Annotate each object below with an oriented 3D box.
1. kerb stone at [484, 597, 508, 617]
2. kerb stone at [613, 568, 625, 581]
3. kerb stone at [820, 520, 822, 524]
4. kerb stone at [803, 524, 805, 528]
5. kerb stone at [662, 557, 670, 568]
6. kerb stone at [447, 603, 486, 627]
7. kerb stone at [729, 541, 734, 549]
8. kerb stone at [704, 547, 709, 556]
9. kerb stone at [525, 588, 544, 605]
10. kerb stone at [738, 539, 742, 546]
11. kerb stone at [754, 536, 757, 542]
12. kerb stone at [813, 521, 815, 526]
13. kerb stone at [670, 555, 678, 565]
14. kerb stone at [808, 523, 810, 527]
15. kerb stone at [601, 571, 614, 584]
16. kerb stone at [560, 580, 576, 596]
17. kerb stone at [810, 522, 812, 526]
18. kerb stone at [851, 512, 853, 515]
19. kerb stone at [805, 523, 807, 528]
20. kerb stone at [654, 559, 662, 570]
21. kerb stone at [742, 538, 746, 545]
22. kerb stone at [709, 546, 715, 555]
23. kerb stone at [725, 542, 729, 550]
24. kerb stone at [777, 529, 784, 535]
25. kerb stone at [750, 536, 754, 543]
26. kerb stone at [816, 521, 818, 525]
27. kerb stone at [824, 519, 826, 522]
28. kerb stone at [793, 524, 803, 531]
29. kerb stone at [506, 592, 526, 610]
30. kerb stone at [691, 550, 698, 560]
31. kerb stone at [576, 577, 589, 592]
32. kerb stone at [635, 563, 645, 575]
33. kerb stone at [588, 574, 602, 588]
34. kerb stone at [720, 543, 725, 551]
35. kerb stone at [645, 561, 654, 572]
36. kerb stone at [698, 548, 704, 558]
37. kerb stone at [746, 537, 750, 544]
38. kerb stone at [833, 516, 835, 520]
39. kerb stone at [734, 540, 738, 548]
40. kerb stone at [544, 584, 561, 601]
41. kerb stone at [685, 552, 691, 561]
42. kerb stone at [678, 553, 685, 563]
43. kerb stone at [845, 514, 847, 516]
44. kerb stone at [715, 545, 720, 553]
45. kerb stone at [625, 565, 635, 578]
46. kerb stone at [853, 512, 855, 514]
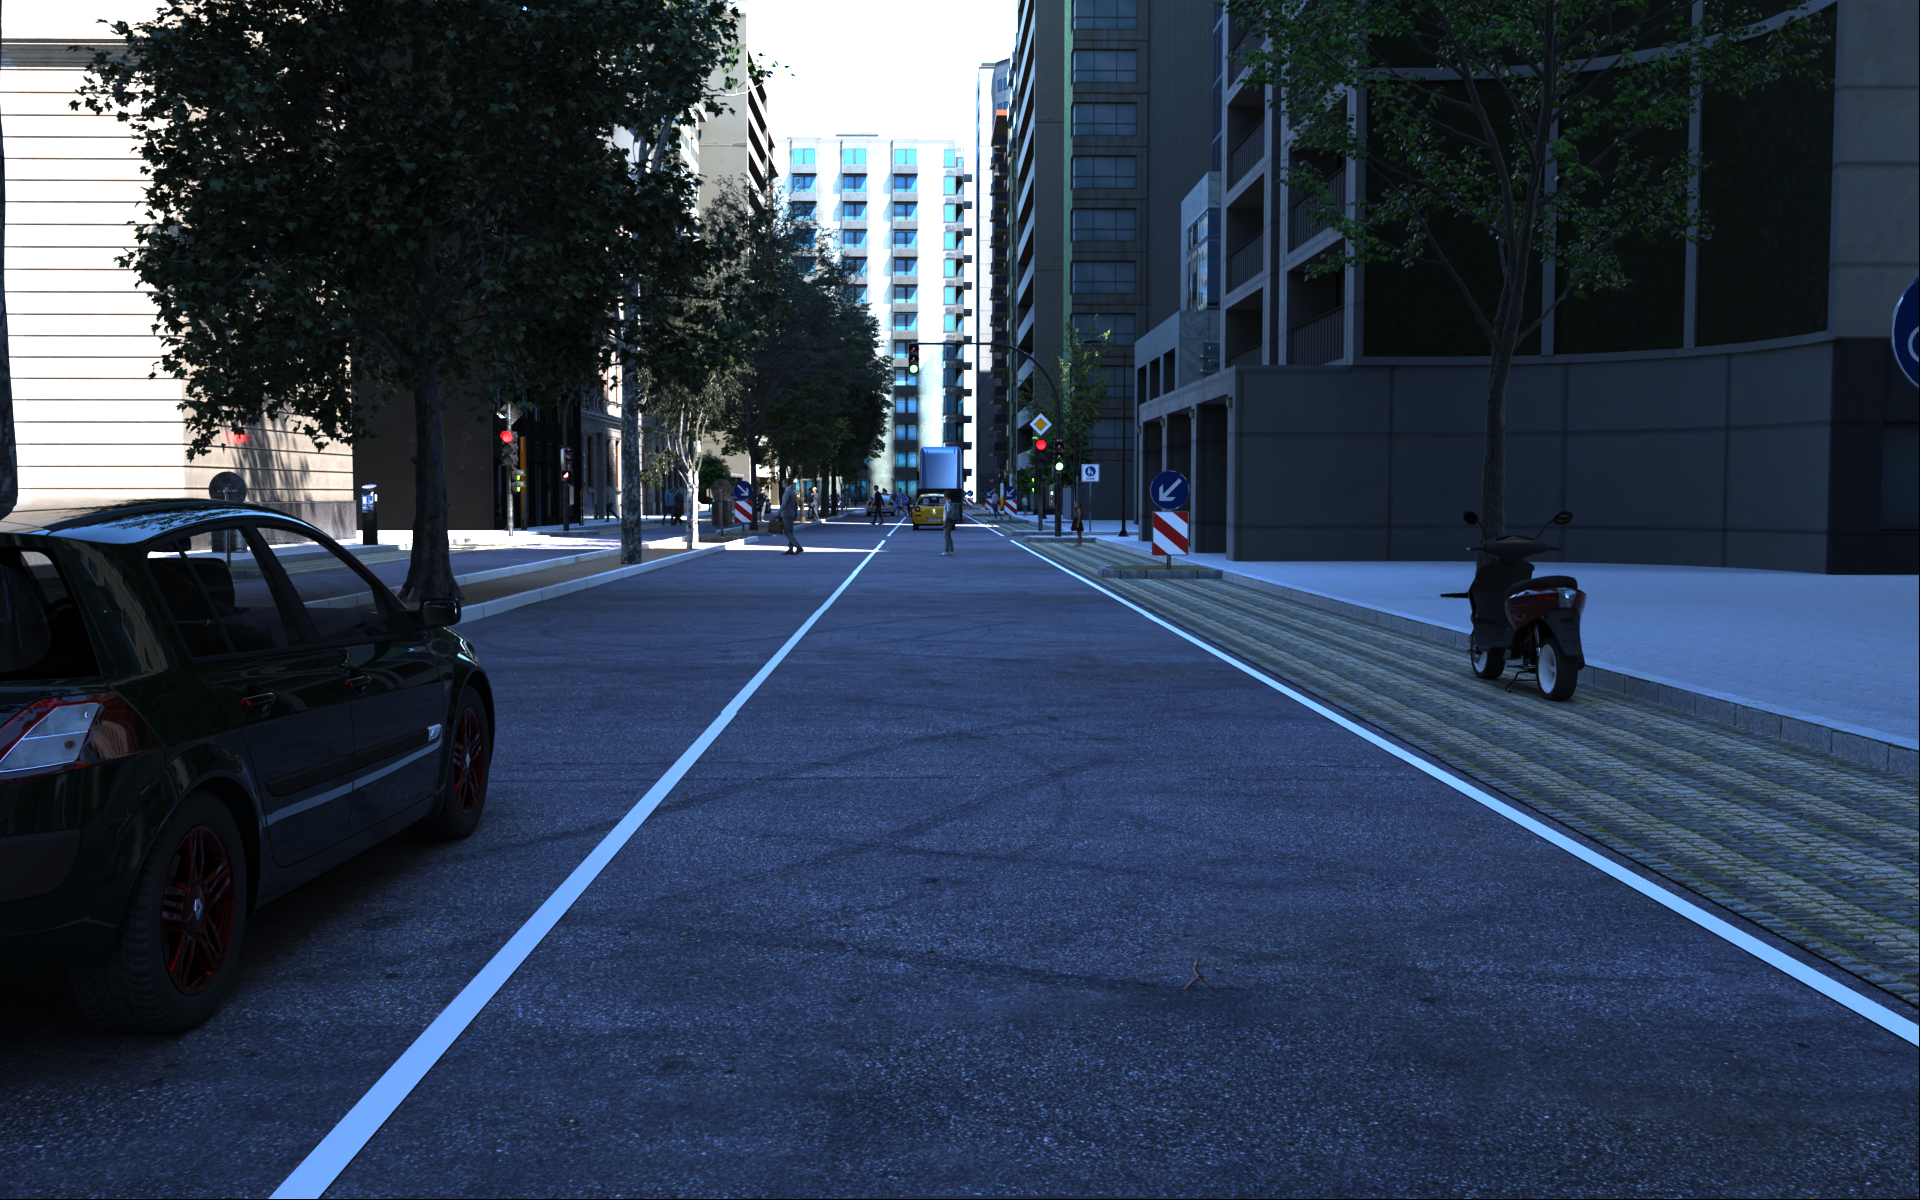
[{"bbox_3d":[-5.595,0.103,20.599,0.120,0.150,1.000,0,4,-1],"label":"kerb stone"},{"bbox_3d":[-5.767,-0.399,28.791,0.120,0.150,1.000,0,4,-1],"label":"kerb stone"},{"bbox_3d":[-6.803,-3.690,82.591,0.120,0.150,1.000,0,4,-1],"label":"kerb stone"},{"bbox_3d":[-6.586,-3.004,71.311,0.120,0.150,1.000,0,4,-1],"label":"kerb stone"},{"bbox_3d":[-5.856,-0.717,33.912,0.120,0.150,1.000,0,4,-1],"label":"kerb stone"},{"bbox_3d":[-5.576,0.160,19.577,0.120,0.150,1.000,0,4,-1],"label":"kerb stone"},{"bbox_3d":[-6.079,-1.406,45.179,0.120,0.150,1.000,0,4,-1],"label":"kerb stone"},{"bbox_3d":[-5.978,-1.092,40.051,0.120,0.150,1.000,0,4,-1],"label":"kerb stone"},{"bbox_3d":[-5.648,-0.027,22.649,0.120,0.150,1.000,0,4,-1],"label":"kerb stone"},{"bbox_3d":[-6.117,-1.531,47.231,0.120,0.150,1.000,0,4,-1],"label":"kerb stone"},{"bbox_3d":[-6.199,-1.778,51.338,0.120,0.150,1.000,0,4,-1],"label":"kerb stone"},{"bbox_3d":[-6.705,-3.378,77.469,0.120,0.150,1.000,0,4,-1],"label":"kerb stone"},{"bbox_3d":[-5.879,-0.779,34.933,0.120,0.150,1.000,0,4,-1],"label":"kerb stone"},{"bbox_3d":[-6.647,-3.192,74.394,0.120,0.150,1.000,0,4,-1],"label":"kerb stone"},{"bbox_3d":[-5.739,-0.341,27.770,0.120,0.150,1.000,0,4,-1],"label":"kerb stone"},{"bbox_3d":[-5.677,-0.153,24.694,0.120,0.150,1.000,0,4,-1],"label":"kerb stone"},{"bbox_3d":[-6.660,-3.255,75.416,0.120,0.150,1.000,0,4,-1],"label":"kerb stone"},{"bbox_3d":[-7.465,-5.761,116.395,0.120,0.150,1.000,0,4,-1],"label":"kerb stone"},{"bbox_3d":[-6.601,-3.067,72.347,0.120,0.150,1.000,0,4,-1],"label":"kerb stone"},{"bbox_3d":[-5.840,-0.651,32.887,0.120,0.150,1.000,0,4,-1],"label":"kerb stone"},{"bbox_3d":[-6.141,-1.594,48.252,0.120,0.150,1.000,0,4,-1],"label":"kerb stone"},{"bbox_3d":[-5.997,-1.154,41.078,0.120,0.150,1.000,0,4,-1],"label":"kerb stone"},{"bbox_3d":[-6.060,-1.337,44.158,0.120,0.150,1.000,0,4,-1],"label":"kerb stone"},{"bbox_3d":[-6.410,-2.439,62.071,0.120,0.150,1.000,0,4,-1],"label":"kerb stone"},{"bbox_3d":[-6.176,-1.720,50.309,0.120,0.150,1.000,0,4,-1],"label":"kerb stone"},{"bbox_3d":[-6.742,-3.506,79.524,0.120,0.150,1.000,0,4,-1],"label":"kerb stone"},{"bbox_3d":[-6.863,-3.882,85.660,0.120,0.150,1.000,0,4,-1],"label":"kerb stone"},{"bbox_3d":[-6.562,-2.939,70.274,0.120,0.150,1.000,0,4,-1],"label":"kerb stone"},{"bbox_3d":[-5.623,0.038,21.621,0.120,0.150,1.000,0,4,-1],"label":"kerb stone"},{"bbox_3d":[-5.937,-0.963,38.006,0.120,0.150,1.000,0,4,-1],"label":"kerb stone"},{"bbox_3d":[-5.701,-0.216,25.721,0.120,0.150,1.000,0,4,-1],"label":"kerb stone"},{"bbox_3d":[-5.800,-0.527,30.844,0.120,0.150,1.000,0,4,-1],"label":"kerb stone"},{"bbox_3d":[-5.716,-0.278,26.743,0.120,0.150,1.000,0,4,-1],"label":"kerb stone"},{"bbox_3d":[-6.037,-1.278,43.136,0.120,0.150,1.000,0,4,-1],"label":"kerb stone"},{"bbox_3d":[-5.822,-0.588,31.866,0.120,0.150,1.000,0,4,-1],"label":"kerb stone"},{"bbox_3d":[-5.956,-1.029,39.028,0.120,0.150,1.000,0,4,-1],"label":"kerb stone"},{"bbox_3d":[-6.164,-1.656,49.279,0.120,0.150,1.000,0,4,-1],"label":"kerb stone"},{"bbox_3d":[-7.020,-4.382,93.849,0.120,0.150,1.000,0,4,-1],"label":"kerb stone"},{"bbox_3d":[-6.092,-1.468,46.201,0.120,0.150,1.000,0,4,-1],"label":"kerb stone"},{"bbox_3d":[-5.655,-0.090,23.671,0.120,0.150,1.000,0,4,-1],"label":"kerb stone"},{"bbox_3d":[-5.922,-0.904,36.984,0.120,0.150,1.000,0,4,-1],"label":"kerb stone"},{"bbox_3d":[-5.901,-0.842,35.956,0.120,0.150,1.000,0,4,-1],"label":"kerb stone"},{"bbox_3d":[-7.302,-5.260,108.193,0.120,0.150,1.000,0,4,-1],"label":"kerb stone"},{"bbox_3d":[-6.020,-1.218,42.105,0.120,0.150,1.000,0,4,-1],"label":"kerb stone"},{"bbox_3d":[-5.781,-0.466,29.820,0.120,0.150,1.000,0,4,-1],"label":"kerb stone"},{"bbox_3d":[-7.515,-5.949,119.465,0.120,0.150,1.000,0,4,-1],"label":"kerb stone"}]
